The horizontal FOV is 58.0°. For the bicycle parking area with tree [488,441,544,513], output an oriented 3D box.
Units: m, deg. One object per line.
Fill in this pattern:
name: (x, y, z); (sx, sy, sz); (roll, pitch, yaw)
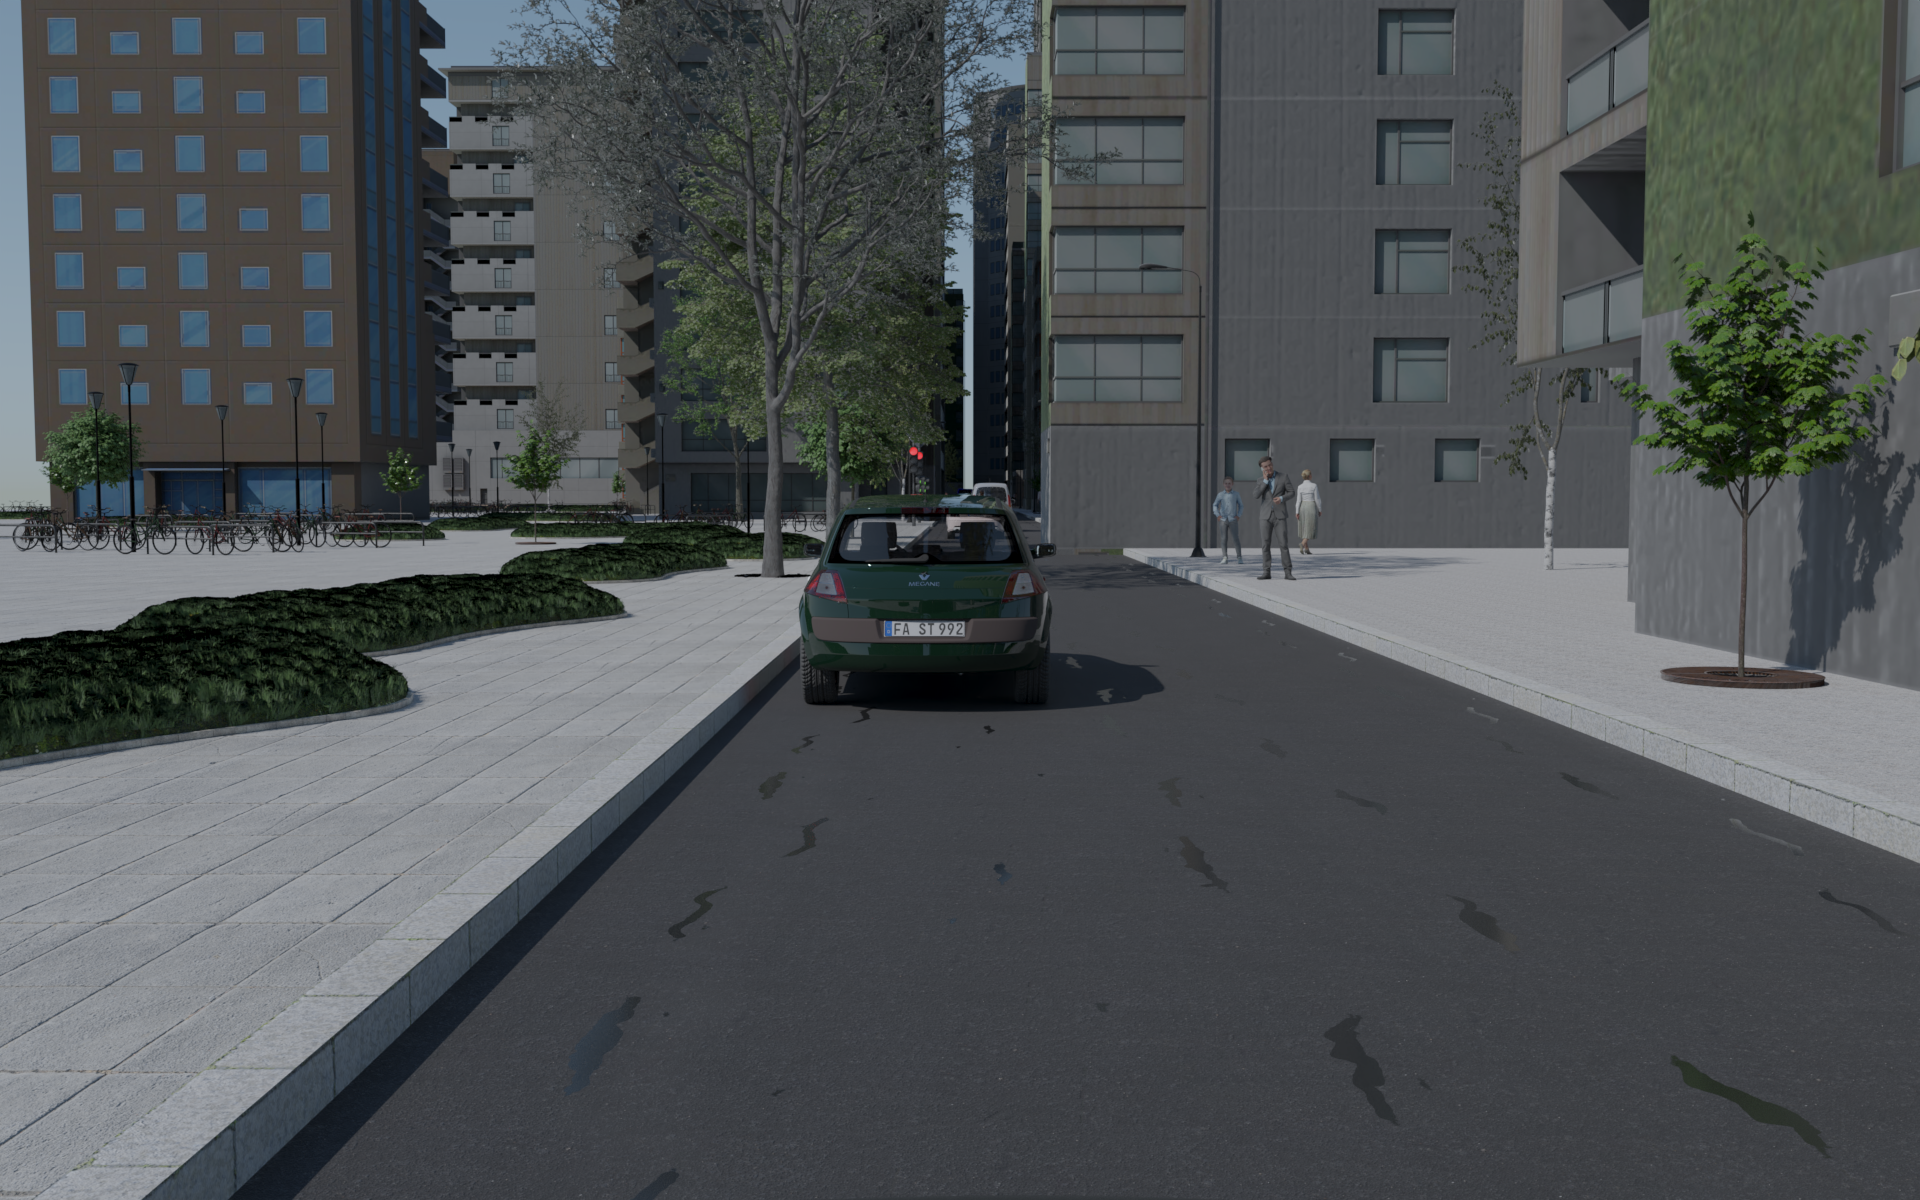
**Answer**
bicycle parking area with tree: (-26.832, -6.684, 96.281); (9.016, 4.147, 8.231); (-2, 4, -30)

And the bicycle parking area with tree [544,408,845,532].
bicycle parking area with tree: (-8.679, -4.451, 59.771); (9.016, 4.147, 8.231); (-2, 4, -29)

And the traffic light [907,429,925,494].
traffic light: (-1.818, -4.894, 68.934); (0.839, 4.253, 0.868); (0, 4, 0)

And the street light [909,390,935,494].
street light: (-1.698, -6.410, 77.343); (1.470, 5.913, 1.316); (0, 4, 0)

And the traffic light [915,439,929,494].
traffic light: (-1.788, -5.382, 76.919); (0.839, 4.253, 0.868); (0, 4, 0)

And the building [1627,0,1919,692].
building: (13.270, -20.358, 16.444); (14.154, 41.232, 14.086); (0, 4, 0)

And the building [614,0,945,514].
building: (-11.822, -30.260, 118.460); (21.300, 48.544, 21.600); (0, 4, 0)

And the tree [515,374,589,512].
tree: (-24.982, -9.525, 106.097); (4.360, 8.622, 3.978); (0, 3, 0)

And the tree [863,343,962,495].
tree: (-2.845, -8.068, 82.275); (4.737, 8.622, 4.395); (0, 3, 0)

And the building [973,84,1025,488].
building: (15.964, -43.000, 245.044); (28.212, 58.520, 21.231); (0, 4, 0)

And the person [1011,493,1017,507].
person: (5.321, -9.771, 168.981); (0.799, 1.438, 0.628); (2, 4, 29)

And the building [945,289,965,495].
building: (-6.335, -28.842, 243.268); (14.107, 30.474, 14.160); (0, 4, 0)

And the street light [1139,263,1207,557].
street light: (4.297, -3.822, 35.028); (1.470, 5.913, 1.316); (0, 4, 0)

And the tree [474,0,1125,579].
tree: (-2.755, -7.088, 26.255); (12.009, 13.543, 11.850); (0, 3, 0)

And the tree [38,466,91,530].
tree: (-32.098, -4.155, 62.538); (1.663, 3.219, 1.824); (0, 3, 0)

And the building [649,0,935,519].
building: (-8.486, -19.663, 93.193); (14.160, 30.474, 14.107); (0, 4, 0)

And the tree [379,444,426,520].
tree: (-21.279, -4.338, 65.536); (1.663, 3.219, 1.824); (0, 3, 0)

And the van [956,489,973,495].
van: (0.655, -11.902, 198.989); (2.240, 2.365, 5.245); (0, 4, 2)

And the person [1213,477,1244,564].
person: (4.932, -1.466, 31.821); (0.589, 1.601, 0.330); (1, 4, 19)

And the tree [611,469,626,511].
tree: (-25.989, -8.353, 131.171); (1.663, 3.219, 1.824); (0, 3, 0)

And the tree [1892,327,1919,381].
tree: (5.122, -3.402, 5.987); (4.737, 8.622, 4.395); (0, 3, 0)

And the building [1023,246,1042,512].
building: (19.220, -17.760, 135.411); (27.650, 21.520, 28.899); (0, 4, 0)

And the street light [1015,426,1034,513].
street light: (4.582, -8.945, 118.785); (1.470, 5.913, 1.316); (0, 4, 0)

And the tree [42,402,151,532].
tree: (-29.400, -4.615, 59.170); (4.285, 4.588, 4.351); (0, 3, 0)

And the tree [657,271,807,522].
tree: (-10.475, -9.492, 80.943); (9.928, 11.665, 9.643); (0, 3, 0)

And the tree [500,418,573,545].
tree: (-10.909, -3.038, 44.267); (1.663, 3.219, 1.824); (0, 3, 0)

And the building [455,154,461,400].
building: (-69.110, -34.895, 220.648); (14.200, 45.320, 14.600); (0, 4, 0)

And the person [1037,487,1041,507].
person: (4.882, -5.697, 99.863); (0.731, 1.740, 0.598); (-2, 4, -25)

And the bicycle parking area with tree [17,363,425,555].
bicycle parking area with tree: (-17.430, -3.273, 40.520); (9.016, 4.147, 8.231); (2, 4, 33)

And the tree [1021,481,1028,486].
tree: (6.464, -9.791, 154.685); (1.663, 3.219, 1.824); (0, 3, 0)

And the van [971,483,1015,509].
van: (1.156, -3.685, 67.266); (2.013, 2.044, 4.112); (0, 4, -1)

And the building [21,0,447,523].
building: (-33.278, -26.376, 81.353); (14.200, 45.320, 14.600); (0, 4, 0)

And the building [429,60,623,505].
building: (-47.977, -38.177, 213.433); (27.495, 52.752, 28.713); (0, 4, 0)

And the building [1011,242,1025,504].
building: (12.811, -26.150, 199.259); (14.160, 30.474, 14.107); (0, 4, 0)

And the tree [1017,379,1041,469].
tree: (5.744, -9.647, 108.088); (4.360, 8.622, 3.978); (0, 3, 0)

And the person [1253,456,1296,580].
person: (4.699, -1.223, 25.839); (0.655, 1.846, 0.447); (1, 4, 17)

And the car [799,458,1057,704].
car: (-0.236, -0.211, 13.231); (2.009, 1.686, 4.222); (0, 4, 0)

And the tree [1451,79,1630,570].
tree: (10.167, -4.822, 29.205); (4.360, 8.622, 3.978); (0, 3, 0)

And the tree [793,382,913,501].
tree: (-3.050, -4.047, 49.883); (4.285, 4.588, 4.351); (0, 3, 0)

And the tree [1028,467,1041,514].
tree: (5.798, -7.354, 114.847); (1.663, 3.219, 1.824); (0, 3, 0)

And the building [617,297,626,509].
building: (-16.198, -19.676, 166.740); (27.650, 21.520, 28.899); (0, 4, 0)

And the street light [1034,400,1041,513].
street light: (4.566, -6.910, 85.512); (1.470, 5.913, 1.316); (0, 4, 0)

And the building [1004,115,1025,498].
building: (16.408, -36.271, 216.734); (21.300, 48.544, 21.600); (0, 4, 0)

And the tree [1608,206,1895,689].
tree: (5.226, -1.050, 11.773); (1.663, 3.219, 1.824); (0, 3, 0)

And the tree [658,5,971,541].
tree: (-3.437, -7.524, 41.138); (7.486, 12.596, 7.792); (0, 3, 0)

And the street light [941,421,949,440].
street light: (-1.621, -8.445, 110.615); (1.470, 5.913, 1.316); (0, 4, 0)

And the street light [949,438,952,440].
street light: (-1.405, -10.519, 144.522); (1.470, 5.913, 1.316); (0, 4, 0)

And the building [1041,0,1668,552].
building: (9.170, -22.191, 46.414); (14.154, 41.232, 14.086); (0, 4, 0)

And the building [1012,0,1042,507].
building: (16.031, -45.402, 180.581); (20.563, 71.187, 20.611); (0, 4, 0)

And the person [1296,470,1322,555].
person: (7.311, -1.850, 36.519); (0.478, 1.798, 0.641); (3, 5, 44)
